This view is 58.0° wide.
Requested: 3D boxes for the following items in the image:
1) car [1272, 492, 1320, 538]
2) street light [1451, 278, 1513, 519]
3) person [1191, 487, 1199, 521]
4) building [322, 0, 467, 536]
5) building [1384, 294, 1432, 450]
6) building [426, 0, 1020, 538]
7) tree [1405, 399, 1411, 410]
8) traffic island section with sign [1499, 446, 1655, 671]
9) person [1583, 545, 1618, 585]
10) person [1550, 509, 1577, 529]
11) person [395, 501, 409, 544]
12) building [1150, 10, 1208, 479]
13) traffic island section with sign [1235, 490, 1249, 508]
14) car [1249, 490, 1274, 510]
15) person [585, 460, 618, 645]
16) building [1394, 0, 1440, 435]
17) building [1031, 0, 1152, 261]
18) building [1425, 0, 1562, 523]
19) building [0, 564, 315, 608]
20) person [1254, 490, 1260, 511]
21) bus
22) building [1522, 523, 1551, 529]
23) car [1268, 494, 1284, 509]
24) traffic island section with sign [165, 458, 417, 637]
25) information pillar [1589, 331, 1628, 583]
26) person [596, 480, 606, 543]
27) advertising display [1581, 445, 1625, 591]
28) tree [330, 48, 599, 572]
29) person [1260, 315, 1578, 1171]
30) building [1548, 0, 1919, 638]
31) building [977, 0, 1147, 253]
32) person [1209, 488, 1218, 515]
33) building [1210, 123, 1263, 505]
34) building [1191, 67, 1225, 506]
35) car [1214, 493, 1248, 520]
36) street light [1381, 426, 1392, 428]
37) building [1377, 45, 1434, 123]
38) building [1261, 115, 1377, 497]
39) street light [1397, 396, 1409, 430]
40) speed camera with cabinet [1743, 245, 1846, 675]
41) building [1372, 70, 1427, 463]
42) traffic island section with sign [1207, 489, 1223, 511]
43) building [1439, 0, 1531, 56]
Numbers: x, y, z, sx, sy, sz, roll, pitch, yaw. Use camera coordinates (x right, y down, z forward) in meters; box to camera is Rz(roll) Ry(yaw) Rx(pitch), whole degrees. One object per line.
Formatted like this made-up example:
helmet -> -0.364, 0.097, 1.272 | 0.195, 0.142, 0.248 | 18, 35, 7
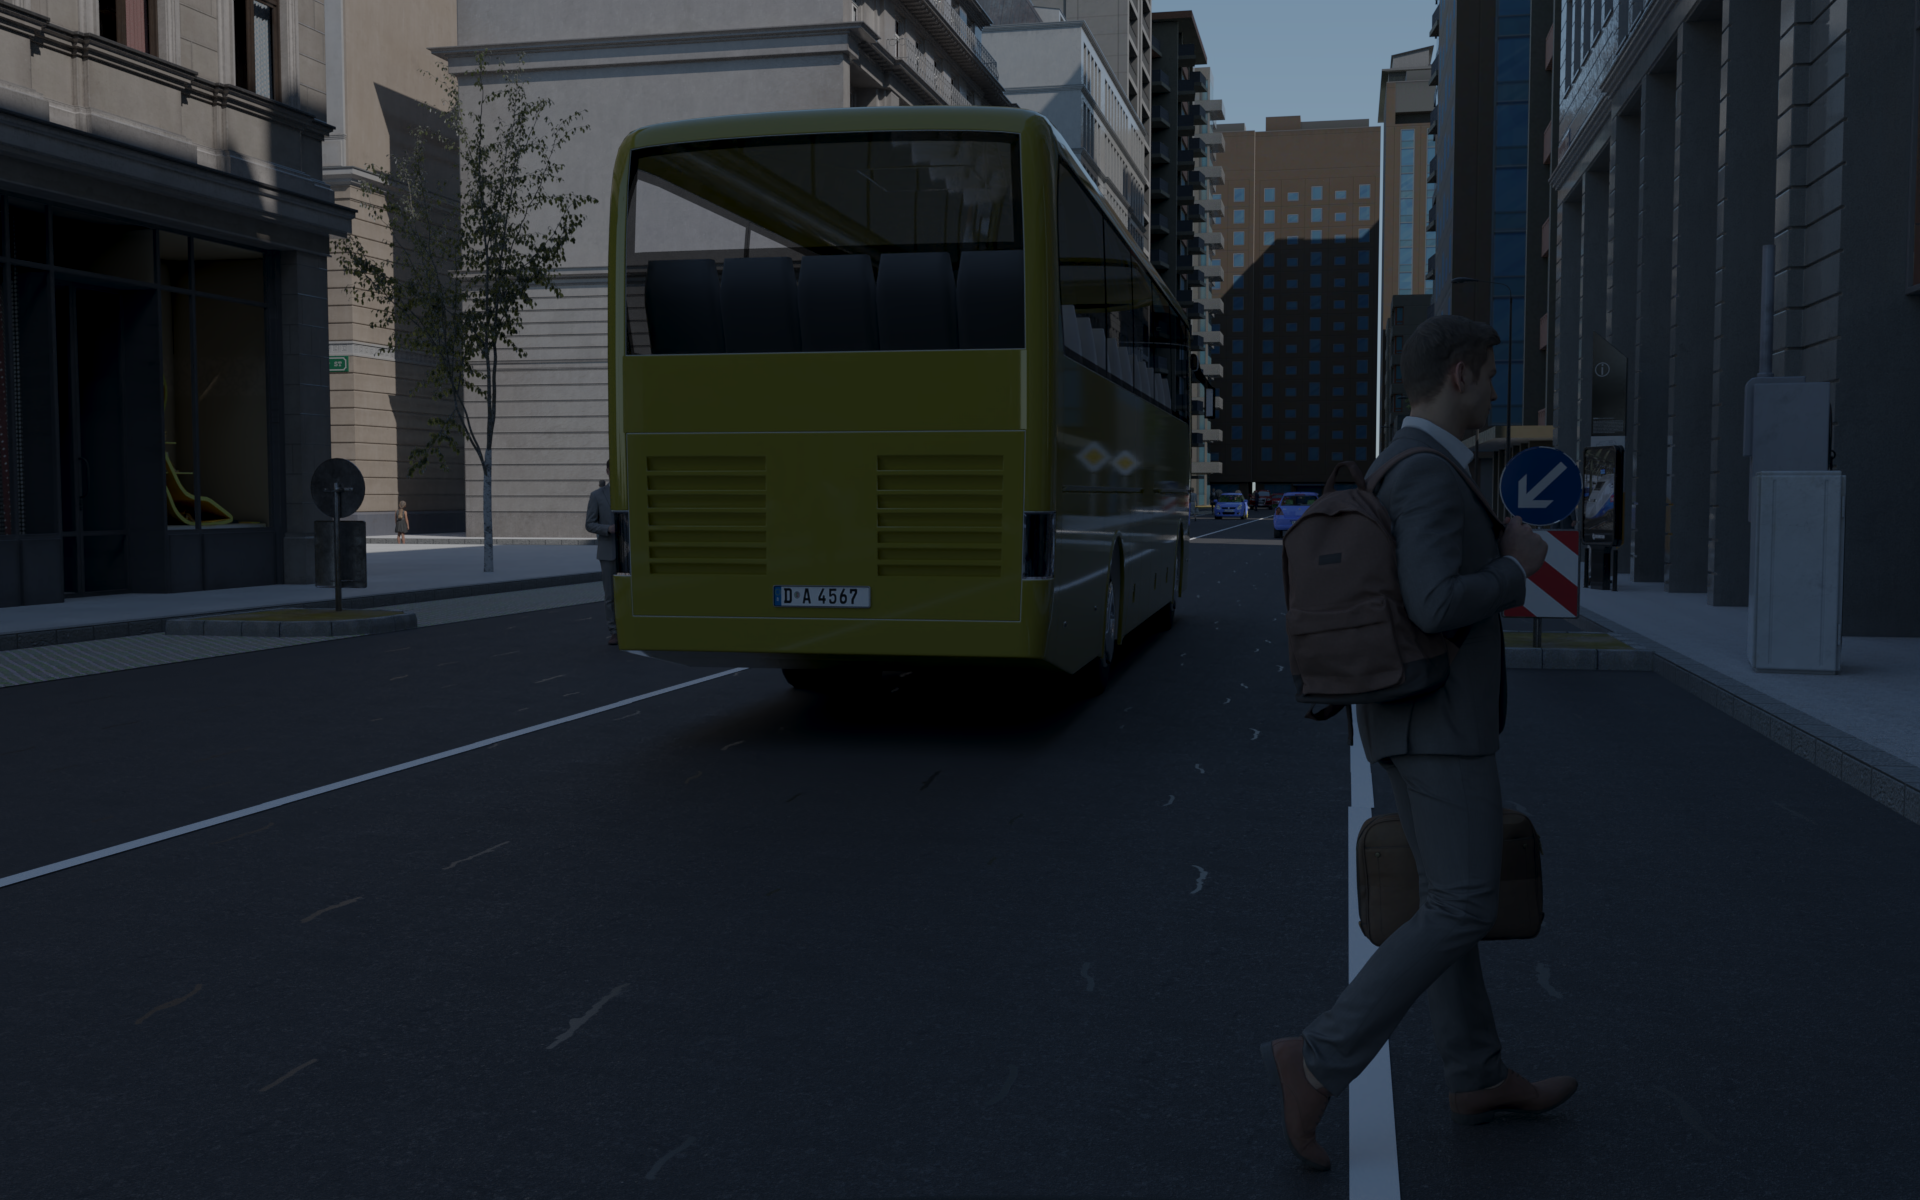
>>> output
car -> 11.309, -2.927, 57.452 | 1.945, 1.707, 3.694 | 1, 4, 12
street light -> 11.224, -3.955, 37.201 | 1.470, 5.913, 1.316 | 1, 4, 13
person -> 12.206, -5.032, 91.132 | 0.694, 1.780, 0.624 | 0, 4, -6
building -> -26.220, -16.724, 59.337 | 20.117, 28.700, 13.634 | 1, 4, 13
building -> 54.151, -19.360, 161.569 | 27.650, 21.520, 28.899 | 1, 4, 13
building -> -6.446, -13.393, 60.770 | 13.314, 21.916, 24.055 | 1, 4, 13
tree -> 24.009, -8.291, 85.917 | 4.737, 8.622, 4.395 | 0, 3, 0
traffic island section with sign -> 4.885, -0.400, 15.167 | 1.989, 1.847, 2.006 | 1, 4, 13
person -> 8.963, -1.073, 24.133 | 0.362, 1.759, 0.519 | -3, 5, -42
person -> 9.762, -1.324, 28.110 | 0.576, 1.772, 0.534 | 3, 4, 38
person -> -14.659, -1.976, 45.478 | 0.362, 1.253, 0.373 | 1, 4, 16
building -> 10.706, -30.782, 157.912 | 22.147, 44.769, 28.867 | 1, 4, 13
traffic island section with sign -> 27.988, -10.113, 173.971 | 1.989, 1.847, 2.006 | 1, 4, 13
car -> 27.654, -9.188, 158.897 | 2.281, 1.827, 5.304 | 1, 4, 11
person -> -3.210, -0.472, 16.423 | 0.606, 1.804, 0.583 | -2, 4, -30
building -> 45.264, -50.047, 130.935 | 22.319, 86.520, 31.000 | 1, 4, 13
building -> 6.160, -42.476, 132.728 | 20.563, 71.187, 20.611 | 1, 4, 13
building -> 38.828, -27.272, 100.518 | 22.147, 44.769, 28.867 | 1, 4, 13
building -> -17.689, -9.510, 6.398 | 10.553, 20.767, 40.483 | 1, 4, 13
person -> 24.647, -8.224, 143.403 | 0.568, 1.767, 0.683 | -2, 4, -30
bus -> 0.467, -1.457, 15.362 | 2.896, 3.916, 12.252 | 1, 4, 11
building -> 29.975, -24.179, 49.955 | 28.867, 44.769, 22.147 | 1, 4, 13
car -> 30.939, -9.739, 168.265 | 2.155, 1.783, 4.494 | 1, 4, 13
traffic island section with sign -> -6.863, -0.586, 18.212 | 1.989, 1.847, 2.006 | 1, 4, 13
information pillar -> 9.265, -2.045, 24.796 | 0.504, 3.616, 0.183 | 2, 4, 35
person -> -9.464, -2.280, 45.870 | 0.635, 1.810, 0.391 | 1, 4, 23
advertising display -> 8.607, -1.102, 23.224 | 0.123, 1.923, 0.974 | 0, 4, -5
tree -> -8.018, -4.773, 28.397 | 4.360, 8.622, 3.978 | 0, 3, 0
person -> 1.022, 0.281, 3.871 | 0.822, 1.834, 0.622 | -1, 4, -10
building -> 14.654, -14.867, 20.572 | 11.434, 29.767, 29.804 | 1, 4, 13
building -> 4.428, -20.249, 108.563 | 11.434, 29.767, 29.804 | 1, 4, 13
person -> 17.721, -6.877, 120.711 | 0.659, 1.850, 0.755 | 0, 4, 0
building -> 28.677, -34.235, 209.859 | 14.200, 45.320, 14.600 | 1, 4, 13
building -> 12.910, -34.752, 187.810 | 30.456, 49.044, 23.786 | 1, 4, 13
car -> 15.469, -5.454, 98.756 | 1.945, 1.707, 3.694 | 1, 4, 13
street light -> 29.427, -8.917, 118.336 | 1.470, 5.913, 1.316 | 1, 4, 13
building -> 64.817, -38.008, 210.662 | 27.495, 52.752, 28.713 | 1, 4, 13
building -> 42.713, -34.095, 207.565 | 14.200, 45.320, 14.600 | 1, 4, 13
street light -> 21.492, -6.722, 82.442 | 1.470, 5.913, 1.316 | 1, 4, 13
speed camera with cabinet -> 6.341, -1.151, 13.160 | 0.660, 3.252, 2.038 | 1, 4, 22
building -> 51.858, -32.627, 183.565 | 14.600, 45.320, 14.200 | 1, 4, 13
traffic island section with sign -> 22.105, -8.504, 147.663 | 1.989, 1.847, 2.006 | 1, 4, 13
building -> 27.647, -25.852, 72.789 | 14.600, 45.320, 14.200 | 1, 4, 13
